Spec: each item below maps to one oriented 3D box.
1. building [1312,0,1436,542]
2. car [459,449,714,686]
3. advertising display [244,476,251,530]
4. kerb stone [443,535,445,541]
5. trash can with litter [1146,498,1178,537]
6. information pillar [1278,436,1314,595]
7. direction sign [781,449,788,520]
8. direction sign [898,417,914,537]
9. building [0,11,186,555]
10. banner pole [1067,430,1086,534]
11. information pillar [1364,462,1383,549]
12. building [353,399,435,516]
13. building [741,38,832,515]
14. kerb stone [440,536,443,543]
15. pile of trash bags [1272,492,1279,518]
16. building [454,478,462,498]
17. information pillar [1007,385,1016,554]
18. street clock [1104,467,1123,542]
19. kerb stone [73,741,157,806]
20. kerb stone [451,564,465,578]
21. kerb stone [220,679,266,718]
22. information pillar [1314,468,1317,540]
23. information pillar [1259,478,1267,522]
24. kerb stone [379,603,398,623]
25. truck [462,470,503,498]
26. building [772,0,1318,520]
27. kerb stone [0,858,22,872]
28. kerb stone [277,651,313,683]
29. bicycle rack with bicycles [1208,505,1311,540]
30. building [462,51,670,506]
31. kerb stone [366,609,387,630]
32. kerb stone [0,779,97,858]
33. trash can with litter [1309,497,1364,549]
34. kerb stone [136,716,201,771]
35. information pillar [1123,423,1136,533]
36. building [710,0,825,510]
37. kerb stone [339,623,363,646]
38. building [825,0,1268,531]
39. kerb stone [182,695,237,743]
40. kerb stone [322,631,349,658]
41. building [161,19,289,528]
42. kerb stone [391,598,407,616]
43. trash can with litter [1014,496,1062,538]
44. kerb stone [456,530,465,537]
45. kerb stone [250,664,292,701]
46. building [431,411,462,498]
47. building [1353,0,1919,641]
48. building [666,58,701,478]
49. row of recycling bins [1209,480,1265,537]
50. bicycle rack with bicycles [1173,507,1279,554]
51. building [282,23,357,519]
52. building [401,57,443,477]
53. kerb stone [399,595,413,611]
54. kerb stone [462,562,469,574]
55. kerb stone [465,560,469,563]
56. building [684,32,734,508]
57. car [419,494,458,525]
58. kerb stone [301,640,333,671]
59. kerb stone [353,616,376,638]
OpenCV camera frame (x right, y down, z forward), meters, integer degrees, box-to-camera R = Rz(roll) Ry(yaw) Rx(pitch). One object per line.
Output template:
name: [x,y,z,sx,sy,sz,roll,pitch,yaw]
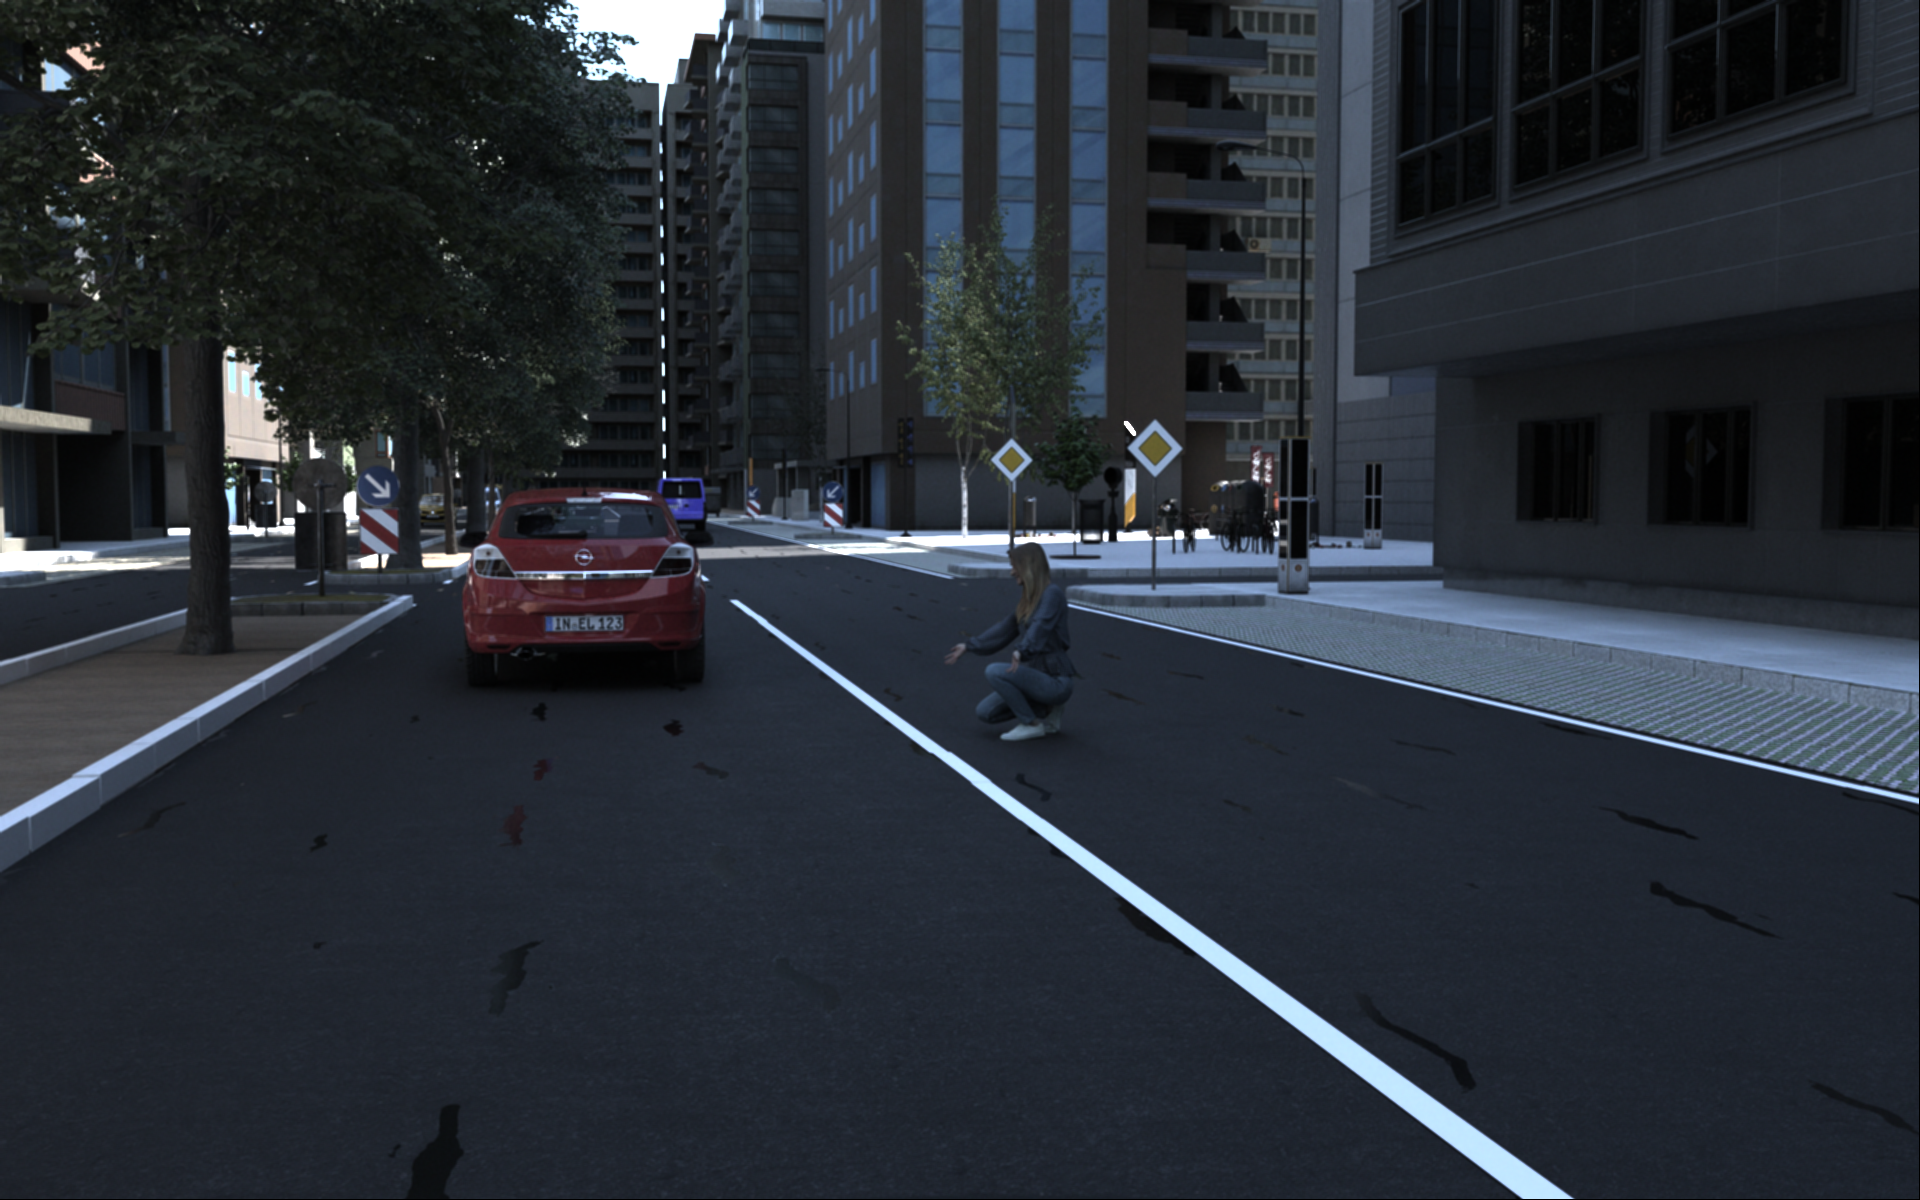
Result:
building: [26.420,-30.845,46.323,28.212,58.520,21.231,-1,4,-12]
car: [-3.122,-0.336,14.531,2.155,1.783,4.494,-1,4,-11]
advertising display: [-25.589,-3.486,62.206,0.123,1.923,0.974,-1,4,-19]
kerb stone: [-15.487,-1.799,51.602,0.120,0.150,1.000,-1,4,-12]
trash can with litter: [5.991,-2.465,51.685,0.624,1.170,1.055,-3,5,-42]
information pillar: [4.284,-1.084,22.214,0.304,2.012,0.304,-1,4,-15]
direction sign: [-8.774,-5.784,86.564,0.379,3.537,0.876,0,4,6]
direction sign: [-1.612,-3.637,51.464,0.379,3.537,0.876,-2,4,-32]
building: [-31.146,-23.563,39.885,22.147,44.769,28.867,-1,4,-12]
banner pole: [3.787,-4.013,55.623,0.401,3.779,0.863,3,5,44]
information pillar: [9.644,-2.197,40.415,0.304,2.012,0.304,-2,4,-32]
building: [-49.682,-16.318,111.839,27.650,21.520,28.899,-1,4,-12]
building: [-7.581,-21.000,115.049,14.160,30.474,14.107,-1,4,-12]
kerb stone: [-15.283,-1.736,50.601,0.120,0.150,1.000,-1,4,-12]
pile of trash bags: [13.951,-4.508,83.457,3.447,1.369,1.912,0,4,-1]
building: [-67.882,-30.697,193.774,23.993,40.220,32.217,-1,4,-12]
information pillar: [1.122,-2.800,37.139,0.183,3.616,0.504,0,4,-5]
street clock: [4.107,-2.565,46.500,0.471,2.002,0.358,3,5,44]
kerb stone: [-4.095,0.844,8.403,0.120,0.150,1.000,-1,4,-12]
kerb stone: [-8.721,-0.476,29.986,0.120,0.150,1.000,-1,4,-12]
kerb stone: [-4.747,0.663,11.411,0.120,0.150,1.000,-1,4,-12]
information pillar: [9.689,-2.665,48.064,0.304,2.012,0.304,2,4,35]
information pillar: [13.895,-4.587,79.496,0.304,2.012,0.304,-1,4,-21]
kerb stone: [-6.458,0.173,19.439,0.120,0.150,1.000,-1,4,-12]
truck: [-32.172,-7.528,118.999,3.469,3.379,9.791,-1,4,-13]
building: [6.325,-24.684,95.469,32.217,40.220,23.993,-1,4,-12]
kerb stone: [-3.661,0.966,6.395,0.120,0.150,1.000,-1,4,-12]
kerb stone: [-5.172,0.538,13.416,0.120,0.150,1.000,-1,4,-12]
bicycle rack with bicycles: [8.161,-2.073,47.284,2.852,0.926,2.925,0,4,-1]
building: [-44.416,-34.864,193.721,21.600,48.544,21.300,-1,4,-12]
kerb stone: [-6.249,0.230,18.438,0.120,0.150,1.000,-1,4,-12]
kerb stone: [-3.874,0.912,7.395,0.120,0.150,1.000,-1,4,-12]
trash can with litter: [8.725,-1.854,41.375,2.233,1.210,1.678,-1,4,-13]
kerb stone: [-4.312,0.783,9.402,0.120,0.150,1.000,-1,4,-12]
information pillar: [5.564,-3.996,56.690,0.183,3.616,0.504,-2,4,-32]
building: [-7.523,-31.687,137.696,23.786,49.044,30.456,-1,4,-12]
kerb stone: [-5.818,0.356,16.433,0.120,0.150,1.000,-1,4,-12]
building: [2.572,-25.489,66.856,14.600,45.320,14.200,-1,4,-12]
kerb stone: [-4.526,0.721,10.408,0.120,0.150,1.000,-1,4,-12]
kerb stone: [-5.599,0.414,15.429,0.120,0.150,1.000,-1,4,-12]
building: [-35.715,-25.622,69.038,14.600,45.320,14.200,-1,4,-12]
kerb stone: [-6.675,0.116,20.442,0.120,0.150,1.000,-1,4,-12]
trash can with litter: [2.388,-2.467,51.387,1.678,1.210,2.233,3,5,39]
kerb stone: [-17.208,-2.289,59.622,0.120,0.150,1.000,-1,4,-12]
kerb stone: [-4.956,0.598,12.417,0.120,0.150,1.000,-1,4,-12]
building: [-55.351,-29.531,166.426,14.086,41.232,14.154,-1,4,-12]
building: [14.909,-11.643,9.436,14.314,24.678,30.058,-1,4,-12]
building: [-23.175,-35.145,198.320,21.600,48.544,21.300,-1,4,-12]
row of recycling bins: [8.552,-2.834,53.453,1.069,1.692,3.534,-1,4,-8]
bicycle rack with bicycles: [5.727,-1.511,38.089,2.852,0.926,2.925,0,4,8]
building: [-40.327,-24.904,90.779,14.154,41.232,14.086,-1,4,-12]
building: [-56.263,-33.579,138.261,28.713,52.752,27.495,-1,4,-12]
kerb stone: [-6.885,0.046,21.445,0.120,0.150,1.000,-1,4,-12]
kerb stone: [-8.928,-0.538,30.990,0.120,0.150,1.000,-1,4,-12]
kerb stone: [-9.146,-0.596,31.995,0.120,0.150,1.000,-1,4,-12]
building: [-14.921,-31.309,166.523,22.147,44.769,28.867,-1,4,-12]
car: [-23.647,-4.150,78.076,2.015,1.641,3.980,-1,4,-13]
kerb stone: [-5.385,0.475,14.426,0.120,0.150,1.000,-1,4,-12]
kerb stone: [-6.033,0.294,17.432,0.120,0.150,1.000,-1,4,-12]
